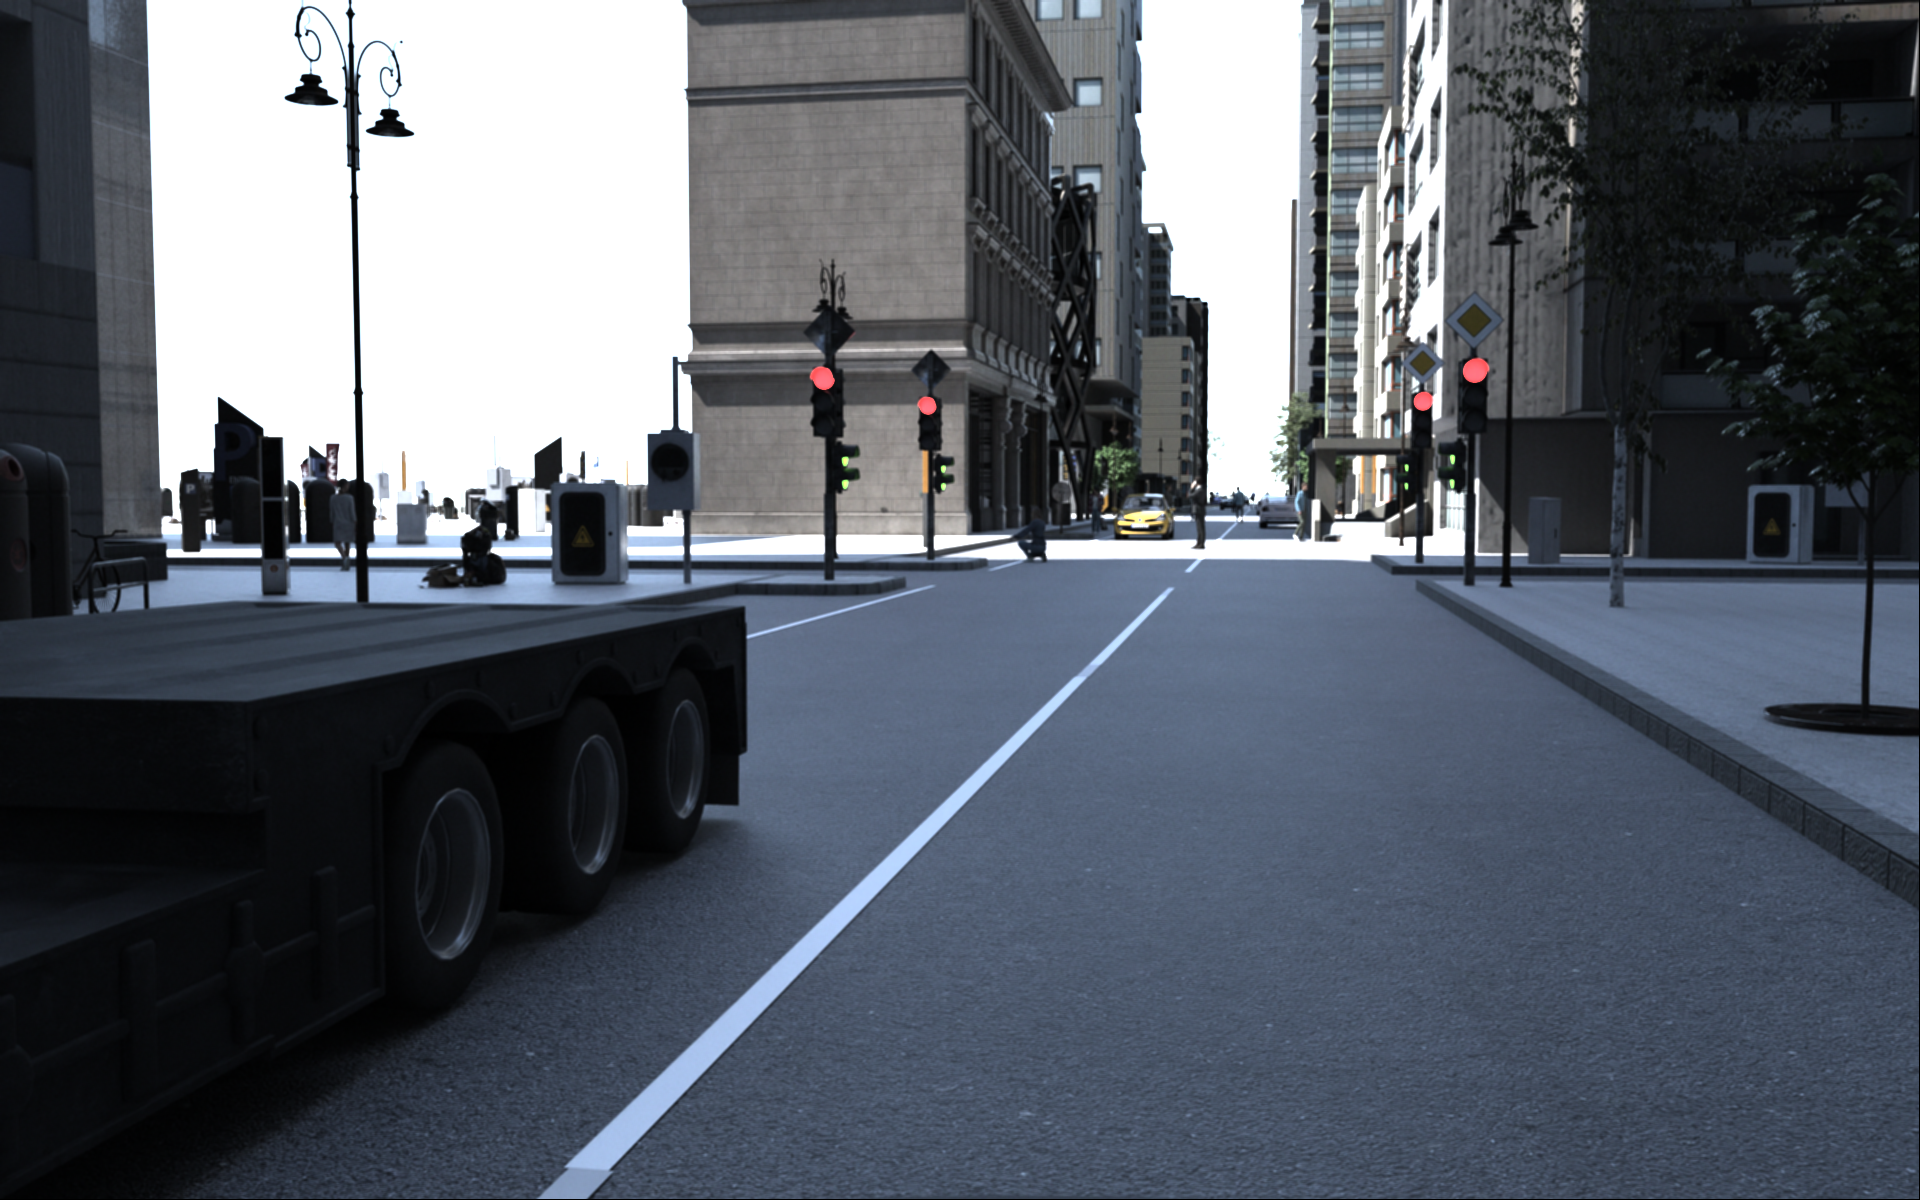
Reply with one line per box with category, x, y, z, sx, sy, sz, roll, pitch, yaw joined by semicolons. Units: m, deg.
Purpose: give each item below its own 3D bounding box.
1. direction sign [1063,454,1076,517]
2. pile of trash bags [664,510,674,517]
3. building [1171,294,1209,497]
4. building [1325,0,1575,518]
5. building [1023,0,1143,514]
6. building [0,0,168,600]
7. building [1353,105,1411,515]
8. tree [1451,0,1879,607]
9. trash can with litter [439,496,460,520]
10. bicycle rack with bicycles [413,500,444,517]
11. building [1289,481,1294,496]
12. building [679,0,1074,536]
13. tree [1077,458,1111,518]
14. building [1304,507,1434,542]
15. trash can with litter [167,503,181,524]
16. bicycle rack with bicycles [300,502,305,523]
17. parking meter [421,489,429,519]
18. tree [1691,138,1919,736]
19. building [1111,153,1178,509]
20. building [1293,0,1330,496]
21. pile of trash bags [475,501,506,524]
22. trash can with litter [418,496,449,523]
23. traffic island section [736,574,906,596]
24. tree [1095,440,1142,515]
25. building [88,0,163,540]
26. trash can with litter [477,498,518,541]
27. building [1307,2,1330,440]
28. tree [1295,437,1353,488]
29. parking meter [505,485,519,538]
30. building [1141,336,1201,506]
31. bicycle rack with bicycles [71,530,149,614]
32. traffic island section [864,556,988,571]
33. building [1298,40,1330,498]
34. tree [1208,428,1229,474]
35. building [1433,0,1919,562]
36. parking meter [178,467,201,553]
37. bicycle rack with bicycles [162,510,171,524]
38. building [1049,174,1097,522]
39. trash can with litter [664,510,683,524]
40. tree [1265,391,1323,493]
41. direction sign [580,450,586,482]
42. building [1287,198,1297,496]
direction sign;6.173;-6.461;97.638;0.876;3.537;0.379;2;4;35
pile of trash bags;-14.865;-5.308;96.533;3.447;1.369;1.912;2;4;27
building;28.685;-29.295;250.665;14.160;30.474;14.107;1;4;10
building;31.051;-26.251;112.791;14.154;41.232;14.086;1;4;10
building;-1.222;-32.668;123.355;28.713;52.752;27.495;1;4;10
building;-25.176;-29.097;17.731;28.212;58.520;21.231;1;4;10
building;35.251;-14.935;89.230;27.650;21.520;28.899;1;4;10
tree;7.710;-4.224;19.425;4.360;8.622;3.978;0;3;0
trash can with litter;-25.269;-4.555;85.855;0.624;1.170;1.055;1;4;15
bicycle rack with bicycles;-30.561;-5.292;99.900;2.852;0.926;2.925;1;4;20
building;60.969;-33.097;233.011;32.217;40.220;23.993;1;4;10
building;-3.917;-12.438;54.275;10.553;20.767;40.483;1;4;10
tree;7.260;-5.995;92.613;1.663;3.219;1.824;0;3;0
building;27.747;-22.213;55.067;32.217;40.220;23.993;1;4;10
trash can with litter;-33.134;-3.811;73.703;0.624;1.170;1.055;3;4;36
bicycle rack with bicycles;-29.906;-3.839;76.145;2.852;0.926;2.925;0;4;1
parking meter;-27.910;-5.016;90.418;0.372;1.533;0.369;0;3;0
tree;4.931;-0.918;9.607;1.663;3.219;1.824;0;3;0
building;5.480;-29.448;173.358;32.217;40.220;23.993;1;4;10
building;51.011;-40.719;207.746;21.231;58.520;28.212;1;4;10
pile of trash bags;-19.441;-4.056;76.072;3.447;1.369;1.912;-3;5;-43
trash can with litter;-24.101;-4.118;78.393;2.233;1.210;1.678;2;4;26
traffic island section;-1.977;-0.224;25.942;2.009;0.180;2.903;1;4;10
tree;9.421;-7.435;105.276;4.285;4.588;4.351;0;3;0
building;-34.049;-13.914;45.508;19.932;24.808;12.078;1;4;10
trash can with litter;-12.816;-2.239;48.001;1.055;1.170;0.624;-2;4;-23
building;38.309;-29.269;133.174;22.147;44.769;28.867;1;4;10
tree;20.887;-7.076;99.404;4.285;4.588;4.351;0;3;0
parking meter;-13.043;-2.570;50.434;0.372;1.533;0.369;0;3;0
building;14.208;-22.141;207.037;27.650;21.520;28.899;1;4;10
bicycle rack with bicycles;-9.465;-0.232;17.174;2.852;0.926;2.925;-1;4;-8
traffic island section;-0.592;-0.705;33.806;2.009;0.180;2.903;1;4;10
building;43.613;-51.912;161.425;22.319;86.520;31.000;1;4;10
tree;37.015;-20.654;263.447;9.928;11.665;9.643;0;3;0
building;17.532;-21.673;37.941;14.086;41.232;14.154;1;4;10
parking meter;-16.905;-1.974;37.992;0.399;1.863;0.255;-2;4;-32
bicycle rack with bicycles;-33.230;-3.396;68.904;2.925;0.926;2.852;-1;4;-10
building;-2.024;-13.186;83.037;16.820;18.784;16.811;1;4;10
trash can with litter;-12.123;-3.821;73.525;2.233;1.210;1.678;1;4;15
tree;37.681;-16.697;191.126;7.486;12.596;7.792;0;3;0
direction sign;-19.394;-5.942;89.153;0.379;3.537;0.876;0;4;2
building;55.197;-36.913;253.641;14.600;45.320;14.200;1;4;10
